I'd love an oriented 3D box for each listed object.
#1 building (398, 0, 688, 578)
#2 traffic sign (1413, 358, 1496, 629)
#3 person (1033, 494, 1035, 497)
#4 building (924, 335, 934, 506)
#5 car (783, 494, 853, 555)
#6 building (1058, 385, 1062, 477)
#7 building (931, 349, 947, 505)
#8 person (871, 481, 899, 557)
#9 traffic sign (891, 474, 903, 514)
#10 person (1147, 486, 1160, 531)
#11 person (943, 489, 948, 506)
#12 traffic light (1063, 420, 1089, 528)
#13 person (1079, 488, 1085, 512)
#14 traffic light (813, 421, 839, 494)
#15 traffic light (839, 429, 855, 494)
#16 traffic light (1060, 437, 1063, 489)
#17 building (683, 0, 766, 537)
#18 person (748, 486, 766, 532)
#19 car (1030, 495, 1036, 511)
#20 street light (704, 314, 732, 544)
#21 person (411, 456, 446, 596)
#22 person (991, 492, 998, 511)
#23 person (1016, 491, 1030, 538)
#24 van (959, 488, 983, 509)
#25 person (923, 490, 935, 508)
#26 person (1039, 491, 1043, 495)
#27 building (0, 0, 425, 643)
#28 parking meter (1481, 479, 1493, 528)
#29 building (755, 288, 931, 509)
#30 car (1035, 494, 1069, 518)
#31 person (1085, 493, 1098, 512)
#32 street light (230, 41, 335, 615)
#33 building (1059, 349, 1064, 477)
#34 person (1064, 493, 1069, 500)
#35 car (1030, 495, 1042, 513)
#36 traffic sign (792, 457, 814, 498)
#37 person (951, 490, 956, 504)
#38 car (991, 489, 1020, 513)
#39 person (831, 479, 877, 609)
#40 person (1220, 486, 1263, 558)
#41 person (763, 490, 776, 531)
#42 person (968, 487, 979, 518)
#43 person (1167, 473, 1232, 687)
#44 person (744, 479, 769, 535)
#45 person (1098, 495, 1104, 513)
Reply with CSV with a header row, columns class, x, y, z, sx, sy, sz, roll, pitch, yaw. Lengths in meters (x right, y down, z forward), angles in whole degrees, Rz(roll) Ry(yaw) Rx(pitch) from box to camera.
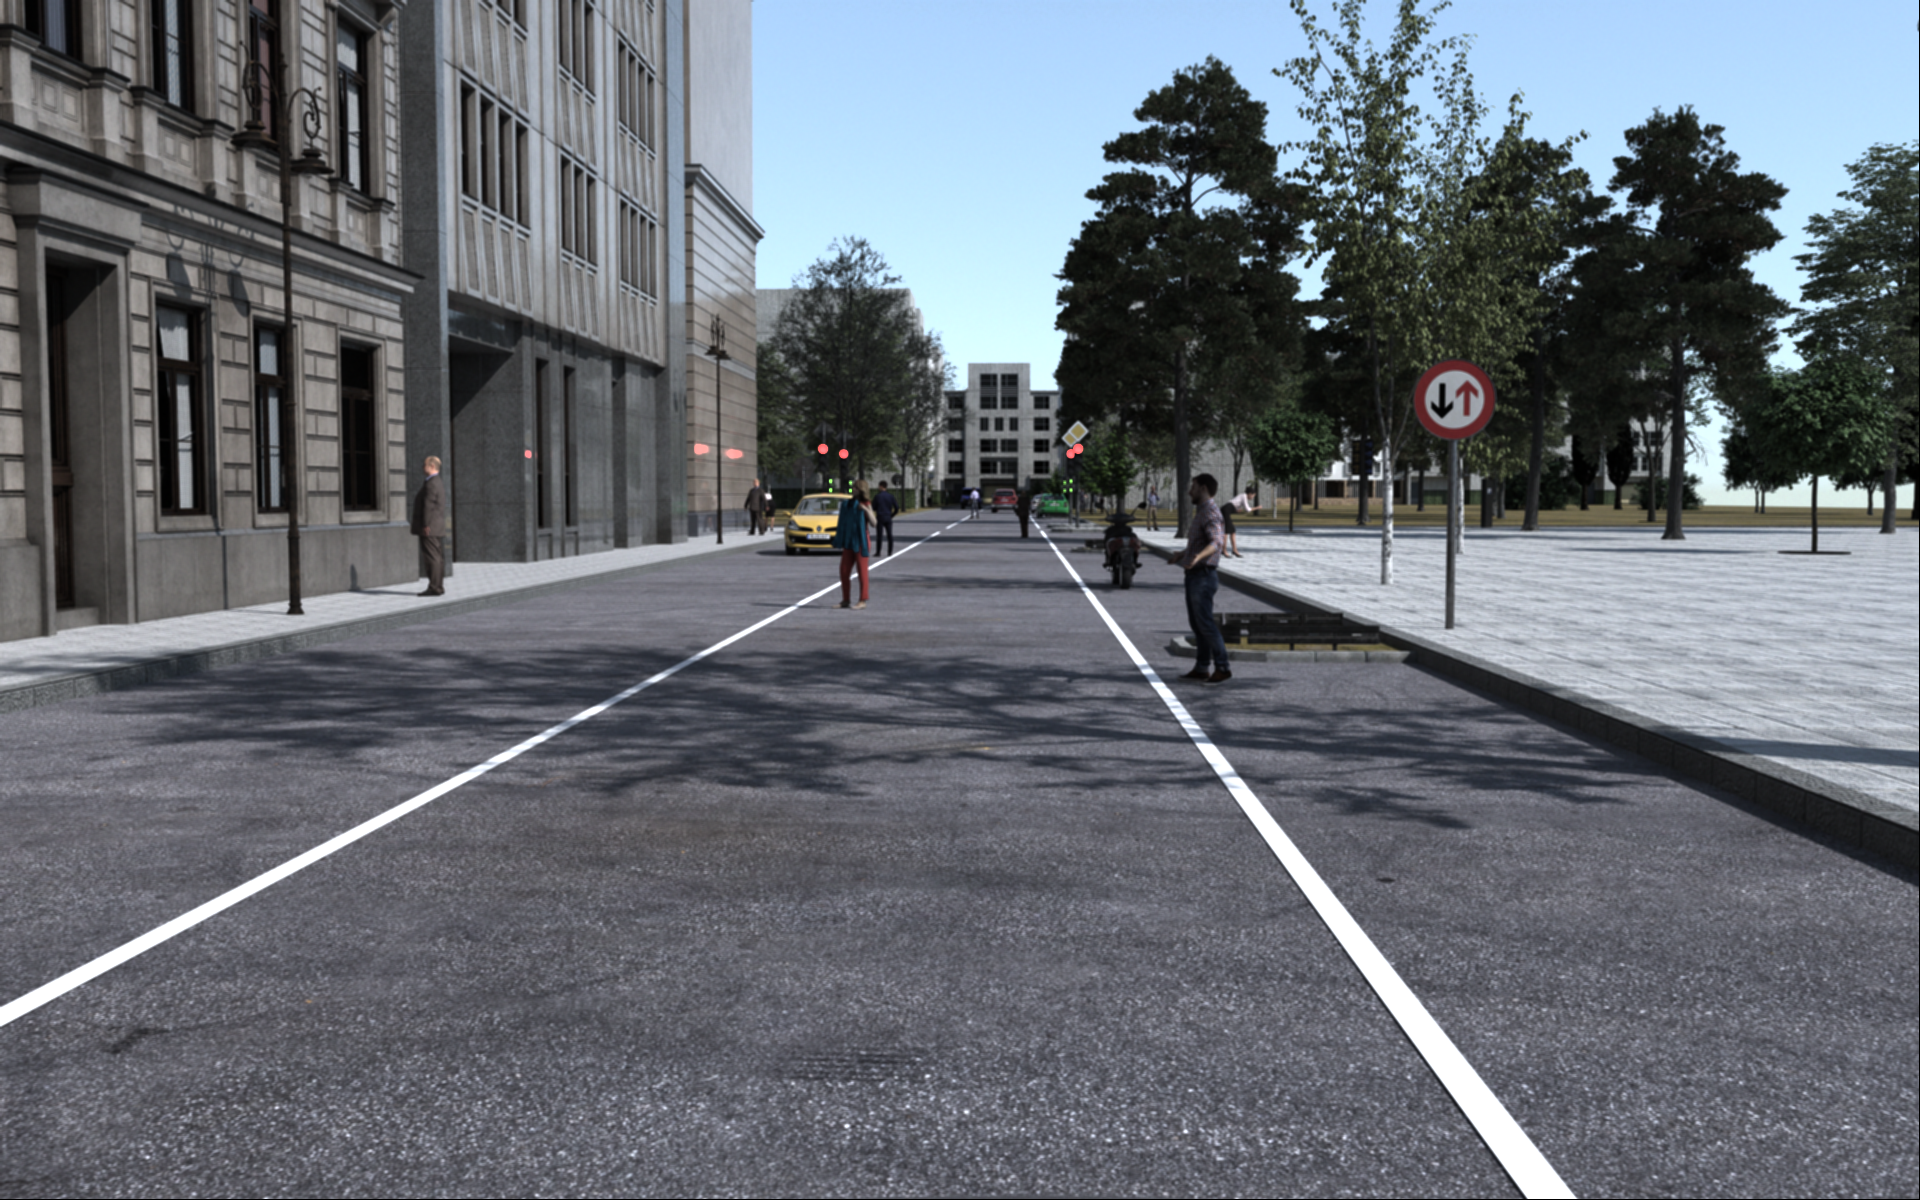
class,x,y,z,sx,sy,sz,roll,pitch,yaw
building,-13.587,-13.323,35.861,12.078,24.808,19.932,0,4,2
traffic sign,4.655,-0.996,16.387,0.768,2.556,0.104,0,4,6
person,9.594,-13.048,221.845,0.705,1.822,1.348,1,4,19
building,-11.480,-20.900,198.132,16.016,20.091,11.380,0,4,2
car,-3.193,-1.926,41.714,2.015,1.641,3.980,0,4,2
building,20.362,-22.098,217.714,16.016,20.091,11.380,0,4,2
building,-18.066,-21.437,216.956,31.486,18.905,16.747,0,4,2
person,-1.757,-1.867,39.738,0.576,1.737,0.504,-2,4,-30
traffic sign,-3.943,-6.645,108.755,0.768,2.556,0.104,0,4,8
person,6.802,-3.232,60.942,0.516,1.574,0.319,-2,4,-27
person,-1.571,-11.478,193.790,0.705,1.814,1.350,-1,4,-19
traffic light,4.424,-4.652,65.308,0.839,4.213,0.868,0,4,2
person,8.784,-7.117,122.854,0.568,1.767,0.683,2,4,30
traffic light,-5.133,-4.669,65.584,0.839,4.213,0.868,0,4,2
traffic light,-4.889,-5.157,73.565,0.839,4.213,0.868,0,4,2
traffic light,4.669,-5.140,73.289,0.839,4.213,0.868,0,4,2
building,-17.337,-16.616,57.583,20.117,28.700,13.634,0,4,2
person,-6.838,-3.140,58.303,0.541,1.710,0.530,3,5,42
car,6.755,-8.127,145.452,1.945,1.354,3.894,0,4,2
street light,-6.216,-4.394,44.632,0.468,5.910,1.993,0,4,2
person,-6.729,-0.937,21.917,0.434,1.755,0.990,-1,4,-9
person,2.913,-8.212,144.638,0.662,1.594,0.647,-1,4,-15
person,2.067,-2.833,57.086,0.482,1.546,0.388,-1,4,-12
van,1.091,-9.827,165.055,2.240,2.365,5.245,0,4,2
person,-2.876,-9.429,160.996,1.217,1.735,0.721,-1,4,-15
person,6.947,-8.486,148.073,0.655,1.722,0.431,1,4,11
building,-12.920,-9.254,15.937,10.561,19.102,19.286,0,4,2
parking meter,20.047,-3.679,65.863,0.399,1.863,0.255,-2,4,-24
building,-12.183,-18.257,164.952,16.747,18.905,31.486,0,4,2
car,5.455,-5.712,102.191,1.959,1.807,4.718,0,3,0
person,9.312,-6.994,120.849,0.683,1.767,0.568,0,4,-5
street light,-7.093,-2.784,18.307,0.468,5.910,1.993,0,4,2
building,20.378,-20.177,196.348,16.747,18.905,31.486,0,4,2
person,9.872,-9.424,160.154,0.705,1.821,1.348,2,4,26
car,6.270,-7.179,129.732,2.083,1.381,4.827,0,4,3
traffic sign,-5.418,-3.654,59.844,0.768,2.556,0.104,0,4,7
person,-0.784,-12.784,215.506,0.683,1.767,0.568,0,4,-6
car,3.499,-7.621,133.282,2.281,1.827,5.304,0,4,3
person,-1.321,-0.694,21.552,0.444,1.614,0.593,-2,4,-26
person,5.628,-1.576,35.005,0.799,1.438,0.628,-3,5,-42
person,-6.664,-3.113,60.128,0.799,1.438,0.628,2,4,33
person,0.775,-5.687,101.357,0.709,1.838,0.599,-2,4,-32
person,1.808,-0.158,13.042,0.435,1.587,0.963,0,4,-6
person,-6.377,-2.909,54.153,0.990,1.755,0.434,3,4,36
person,9.669,-6.806,118.779,0.517,1.644,0.566,0,4,4
